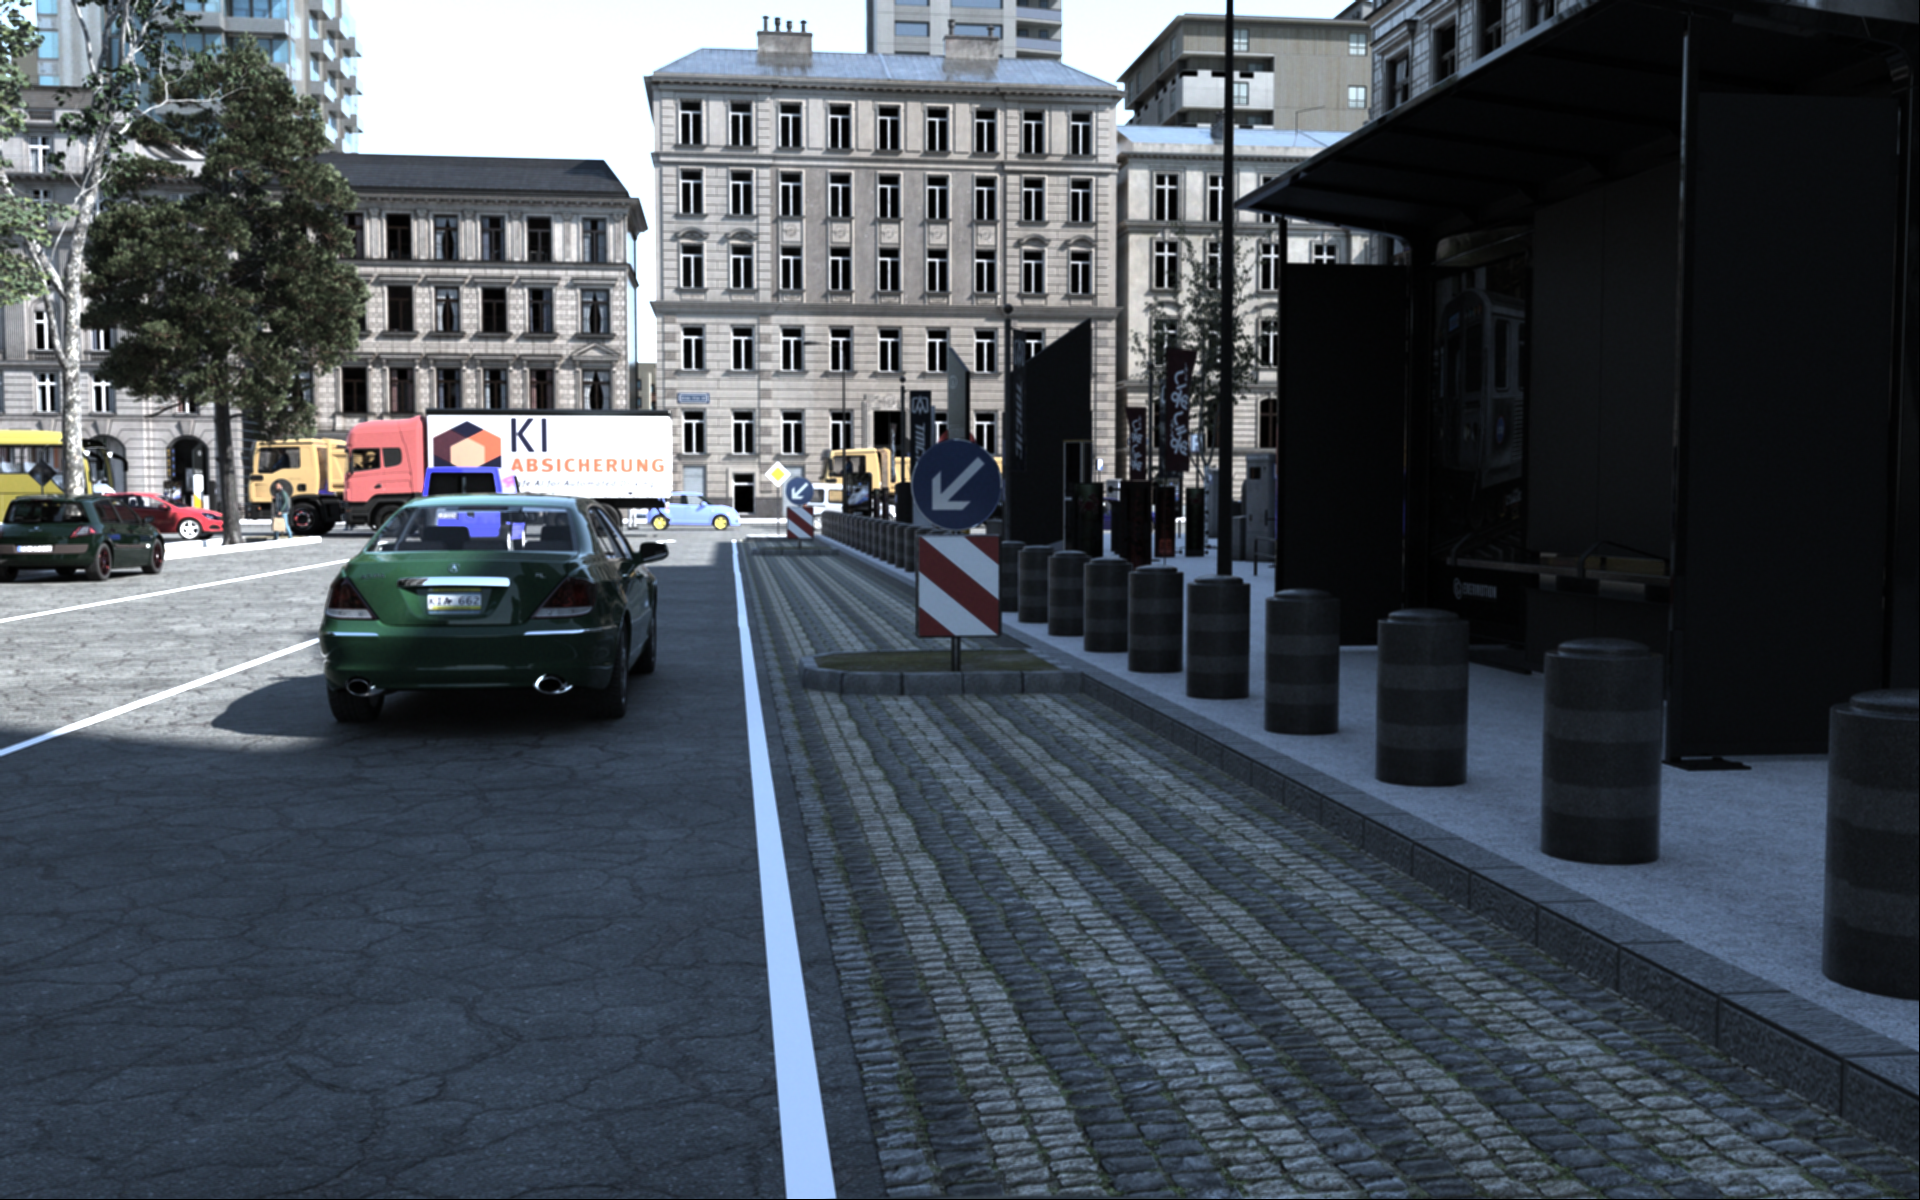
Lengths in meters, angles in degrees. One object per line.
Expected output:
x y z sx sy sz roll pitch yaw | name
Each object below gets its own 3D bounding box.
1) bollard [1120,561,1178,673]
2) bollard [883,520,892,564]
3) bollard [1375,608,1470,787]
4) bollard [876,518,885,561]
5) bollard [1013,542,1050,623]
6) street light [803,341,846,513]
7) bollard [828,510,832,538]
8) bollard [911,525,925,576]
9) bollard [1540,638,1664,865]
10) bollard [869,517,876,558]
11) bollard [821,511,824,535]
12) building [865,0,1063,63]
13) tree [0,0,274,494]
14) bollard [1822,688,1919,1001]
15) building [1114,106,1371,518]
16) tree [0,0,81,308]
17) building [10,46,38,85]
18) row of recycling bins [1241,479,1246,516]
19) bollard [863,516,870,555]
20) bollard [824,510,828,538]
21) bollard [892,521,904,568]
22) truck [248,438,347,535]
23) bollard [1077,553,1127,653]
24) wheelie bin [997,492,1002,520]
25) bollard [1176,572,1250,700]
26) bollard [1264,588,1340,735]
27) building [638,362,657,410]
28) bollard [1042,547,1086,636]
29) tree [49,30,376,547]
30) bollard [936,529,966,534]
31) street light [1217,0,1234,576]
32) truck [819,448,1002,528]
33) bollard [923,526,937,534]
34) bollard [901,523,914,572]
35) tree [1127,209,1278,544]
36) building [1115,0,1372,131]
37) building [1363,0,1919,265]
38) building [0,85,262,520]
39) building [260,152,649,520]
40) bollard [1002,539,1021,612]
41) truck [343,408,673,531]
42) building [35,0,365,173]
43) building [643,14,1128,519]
1.422 0.131 12.581 0.404 0.777 0.398 0 3 0 | bollard
-1.143 -1.046 31.812 0.404 0.777 0.398 0 3 0 | bollard
2.069 0.426 7.758 0.404 0.777 0.398 0 3 0 | bollard
-1.358 -1.143 33.411 0.404 0.777 0.398 0 3 0 | bollard
0.784 -0.163 17.377 0.404 0.777 0.398 0 3 0 | bollard
-4.073 -4.905 52.746 1.470 5.913 1.316 0 4 -8 | street light
-3.498 -2.125 49.455 0.404 0.777 0.398 0 3 0 | bollard
-0.503 -0.752 27.016 0.404 0.777 0.398 0 3 0 | bollard
2.281 0.523 6.159 0.404 0.777 0.398 0 3 0 | bollard
-1.570 -1.242 35.016 0.404 0.777 0.398 0 3 0 | bollard
-3.930 -2.320 52.655 0.404 0.777 0.398 0 3 0 | bollard
0.309 -39.524 188.217 21.231 58.520 28.212 0 4 -8 | building
-19.509 -10.848 35.719 12.611 20.169 13.585 0 3 0 | tree
2.496 0.622 4.544 0.404 0.777 0.398 0 3 0 | bollard
25.114 -17.227 100.747 34.723 24.649 14.460 0 4 -8 | building
-16.534 -6.941 22.601 9.857 13.997 8.962 0 3 0 | tree
-83.317 -34.102 181.261 21.600 48.544 21.300 0 4 -8 | building
7.125 -1.864 37.594 1.069 1.692 3.534 3 4 37 | row of recycling bins
-1.785 -1.339 36.615 0.404 0.777 0.398 0 3 0 | bollard
-3.714 -2.222 51.054 0.404 0.777 0.398 0 3 0 | bollard
-0.932 -0.948 30.213 0.404 0.777 0.398 0 3 0 | bollard
-20.771 -3.996 61.260 9.791 3.379 3.469 0 4 -7 | truck
1.215 0.033 14.180 0.404 0.777 0.398 0 3 0 | bollard
1.340 -2.234 44.431 0.693 1.594 0.980 -3 5 -43 | wheelie bin
1.637 0.228 10.982 0.404 0.777 0.398 0 3 0 | bollard
1.854 0.326 9.384 0.404 0.777 0.398 0 3 0 | bollard
-40.284 -25.378 259.961 28.899 21.520 27.650 0 4 -8 | building
1.002 -0.065 15.779 0.404 0.777 0.398 0 3 0 | bollard
-20.083 -8.389 47.045 7.806 13.903 7.818 0 3 0 | tree
-0.076 -0.556 23.805 0.404 0.777 0.398 0 3 0 | bollard
1.341 -2.419 12.093 1.470 5.913 1.316 0 4 -8 | street light
-1.993 -4.779 74.053 9.791 3.379 3.469 -1 4 -9 | truck
-0.286 -0.654 25.404 0.404 0.777 0.398 0 3 0 | bollard
-0.714 -0.850 28.615 0.404 0.777 0.398 0 3 0 | bollard
6.351 -5.782 44.899 4.360 8.622 3.978 0 3 0 | tree
31.670 -36.917 192.823 27.495 52.752 28.713 0 4 -8 | building
15.896 -10.398 34.634 10.561 19.102 19.286 0 4 -8 | building
-48.216 -15.196 90.254 24.055 21.916 13.314 0 4 -8 | building
-26.469 -13.902 91.933 19.286 19.102 10.561 0 4 -8 | building
0.569 -0.261 18.992 0.404 0.777 0.398 0 3 0 | bollard
-15.355 -4.230 58.081 11.283 4.237 2.839 -1 4 -8 | truck
-65.492 -32.611 152.799 23.786 49.044 30.456 0 4 -8 | building
-4.409 -18.257 95.759 25.104 27.353 12.463 0 4 -8 | building
